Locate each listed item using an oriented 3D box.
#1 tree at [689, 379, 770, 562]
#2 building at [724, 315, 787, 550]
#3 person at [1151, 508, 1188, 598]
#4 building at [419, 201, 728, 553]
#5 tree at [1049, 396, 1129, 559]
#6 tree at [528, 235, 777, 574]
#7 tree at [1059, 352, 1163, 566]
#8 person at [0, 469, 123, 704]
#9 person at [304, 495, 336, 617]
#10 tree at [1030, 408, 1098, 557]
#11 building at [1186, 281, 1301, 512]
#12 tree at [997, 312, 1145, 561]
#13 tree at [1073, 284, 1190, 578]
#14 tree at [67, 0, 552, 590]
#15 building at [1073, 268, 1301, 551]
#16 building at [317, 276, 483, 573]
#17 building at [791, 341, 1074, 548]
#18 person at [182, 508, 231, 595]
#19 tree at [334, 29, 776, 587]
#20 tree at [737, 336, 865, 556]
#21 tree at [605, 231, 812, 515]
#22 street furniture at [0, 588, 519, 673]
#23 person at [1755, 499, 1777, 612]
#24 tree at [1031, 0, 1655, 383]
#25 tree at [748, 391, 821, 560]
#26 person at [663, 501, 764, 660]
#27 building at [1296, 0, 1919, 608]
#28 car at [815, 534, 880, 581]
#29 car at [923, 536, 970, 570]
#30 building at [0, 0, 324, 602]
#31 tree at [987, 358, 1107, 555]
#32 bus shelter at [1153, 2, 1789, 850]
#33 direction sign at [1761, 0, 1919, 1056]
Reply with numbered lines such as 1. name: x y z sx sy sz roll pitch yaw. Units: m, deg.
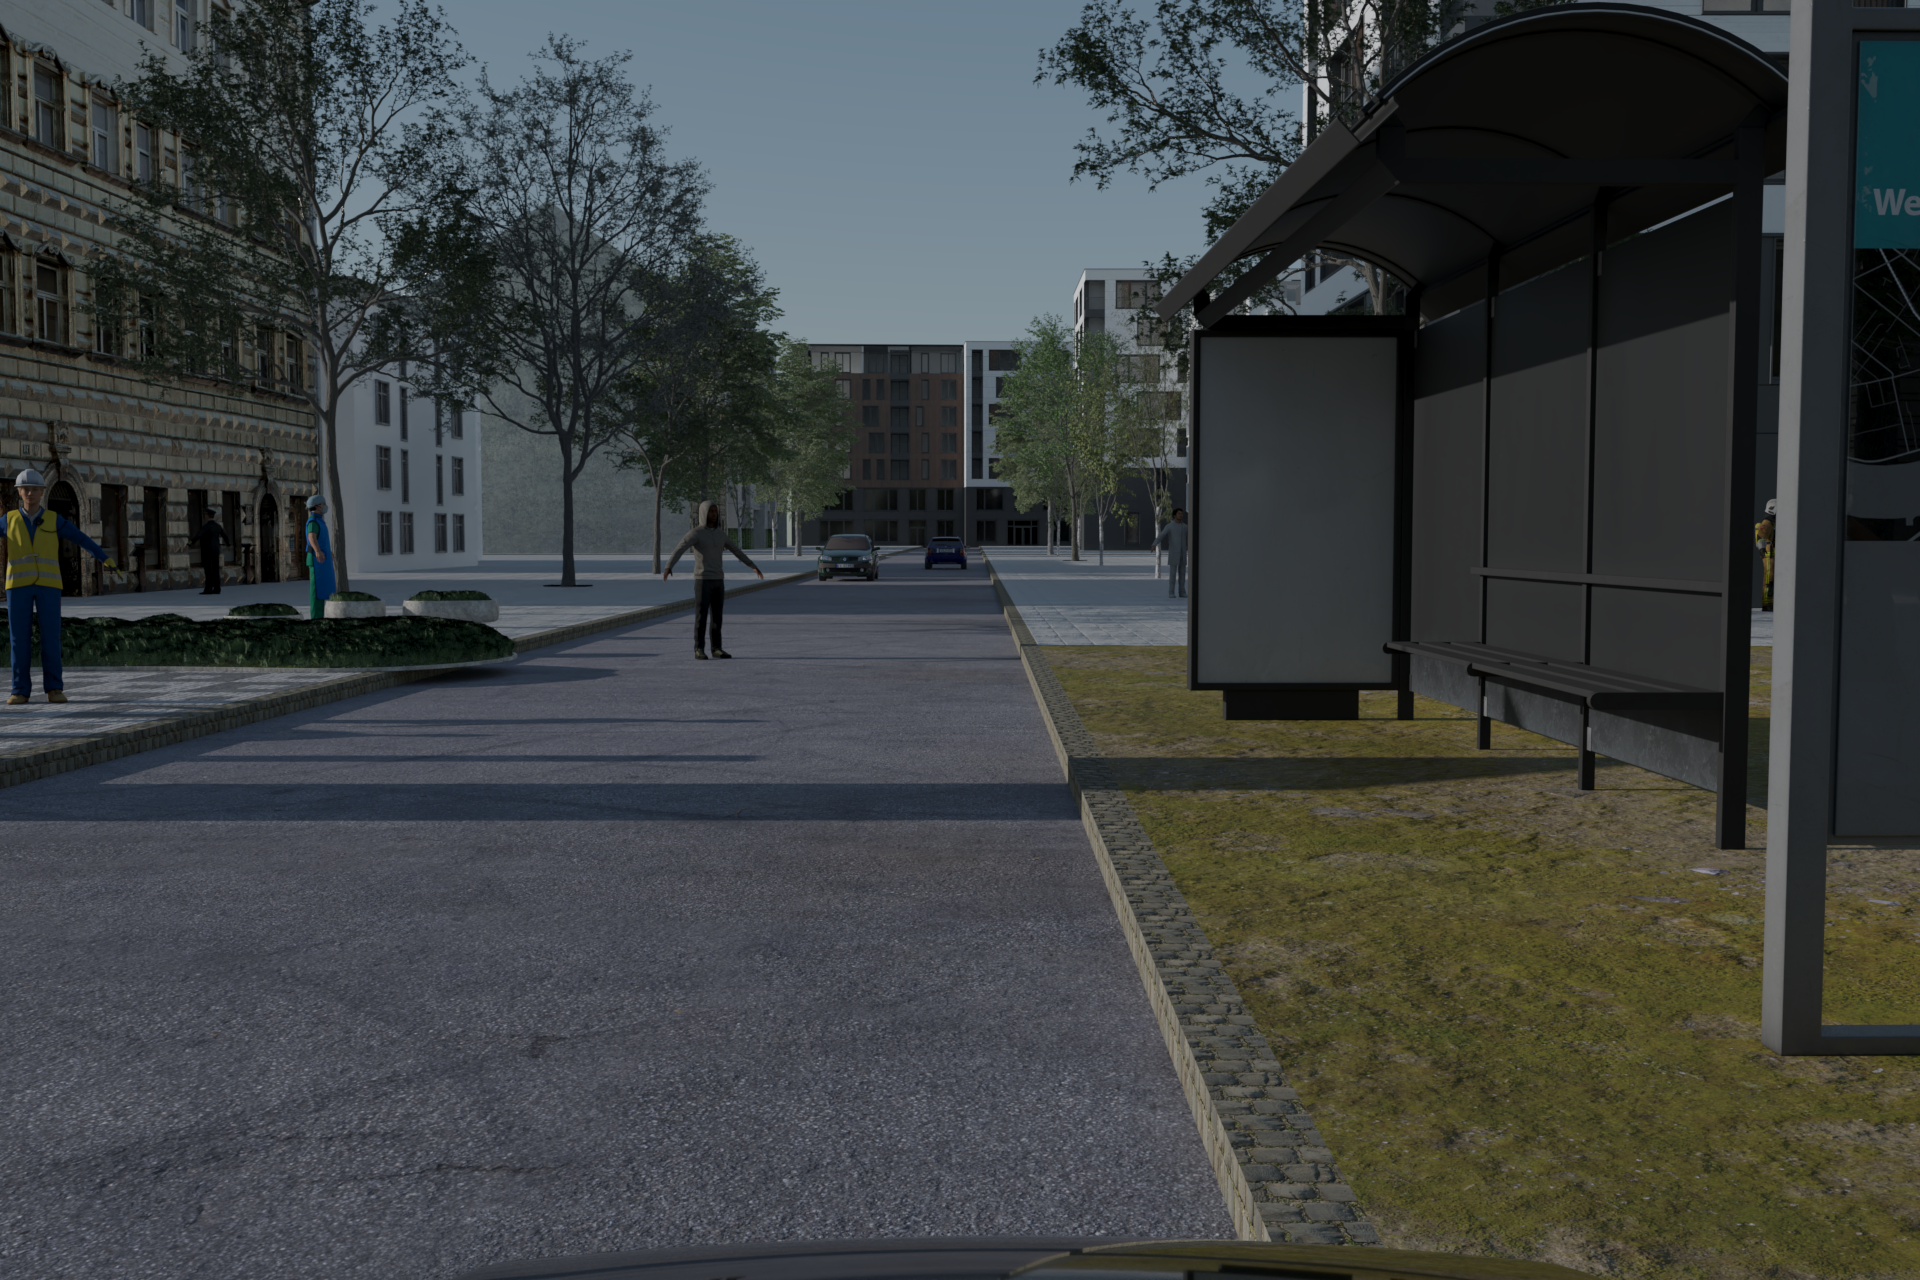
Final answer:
1. tree: -9.790 -7.829 78.371 4.360 8.622 3.978 0 3 0
2. building: -25.651 -17.549 153.385 16.747 18.905 31.486 0 4 1
3. person: 4.412 -1.760 34.968 1.347 1.806 0.705 -2 4 -23
4. building: -27.145 -17.897 123.550 19.493 23.208 18.063 0 4 0
5. tree: 5.942 -8.496 89.267 4.360 8.622 3.978 0 3 0
6. tree: -9.791 -7.376 55.008 8.767 10.594 7.601 0 4 3
7. tree: 5.916 -7.325 70.131 4.737 8.622 4.395 0 3 0
8. person: -7.000 -0.405 13.090 1.216 1.772 0.721 -2 4 -26
9. person: -8.762 -1.078 23.744 0.704 1.817 1.347 -1 4 -14
10. tree: 5.408 -9.054 98.394 4.360 8.622 3.978 0 3 0
11. building: 22.304 -16.758 130.407 16.016 20.090 11.380 0 4 0
12. tree: 5.315 -9.546 81.838 9.928 11.665 9.643 0 3 0
13. tree: 5.985 -6.104 50.160 4.360 8.622 3.978 0 3 0
14. tree: -10.192 -5.683 27.327 7.601 10.594 8.767 -2 4 -27
15. building: 23.587 -18.701 149.733 27.936 21.610 32.646 0 4 0
16. building: -24.102 -7.852 70.533 9.099 9.664 28.070 0 4 0
17. building: -2.314 -21.371 195.843 32.646 21.610 27.936 0 4 -3
18. person: -15.923 -1.886 36.764 0.705 1.837 1.347 1 4 19
19. tree: -9.489 -8.049 41.970 12.009 13.543 11.850 0 3 0
20. tree: -9.386 -11.136 100.208 7.486 12.596 7.792 0 3 0
21. tree: -9.445 -8.988 65.085 7.486 12.596 7.792 0 3 0
22. street furniture: -9.622 -0.146 18.013 10.072 0.657 5.734 0 4 -5
23. person: 13.474 -1.399 28.643 1.354 1.858 0.705 -3 5 -43
24. tree: 5.391 -5.316 21.331 8.767 10.594 7.601 -3 4 -39
25. tree: -9.314 -8.311 86.246 4.360 8.622 3.978 0 3 0
26. person: -2.860 -0.690 19.865 1.348 1.813 0.705 -3 5 -42
27. building: 22.471 -12.325 45.493 27.936 21.610 32.646 0 3 0
28. car: -3.462 -2.707 54.045 2.009 1.686 4.222 0 3 0
29. car: -0.563 -3.589 71.263 1.945 1.354 3.894 0 4 0
30. building: -27.099 -12.727 39.019 19.493 23.208 18.063 0 4 -1
31. tree: 5.180 -11.532 106.679 7.486 12.596 7.792 0 3 0
32. bus shelter: 2.392 -0.946 9.388 2.014 3.302 5.546 0 4 -1
33. direction sign: 2.076 -0.909 3.628 2.525 3.948 1.411 0 4 -1
